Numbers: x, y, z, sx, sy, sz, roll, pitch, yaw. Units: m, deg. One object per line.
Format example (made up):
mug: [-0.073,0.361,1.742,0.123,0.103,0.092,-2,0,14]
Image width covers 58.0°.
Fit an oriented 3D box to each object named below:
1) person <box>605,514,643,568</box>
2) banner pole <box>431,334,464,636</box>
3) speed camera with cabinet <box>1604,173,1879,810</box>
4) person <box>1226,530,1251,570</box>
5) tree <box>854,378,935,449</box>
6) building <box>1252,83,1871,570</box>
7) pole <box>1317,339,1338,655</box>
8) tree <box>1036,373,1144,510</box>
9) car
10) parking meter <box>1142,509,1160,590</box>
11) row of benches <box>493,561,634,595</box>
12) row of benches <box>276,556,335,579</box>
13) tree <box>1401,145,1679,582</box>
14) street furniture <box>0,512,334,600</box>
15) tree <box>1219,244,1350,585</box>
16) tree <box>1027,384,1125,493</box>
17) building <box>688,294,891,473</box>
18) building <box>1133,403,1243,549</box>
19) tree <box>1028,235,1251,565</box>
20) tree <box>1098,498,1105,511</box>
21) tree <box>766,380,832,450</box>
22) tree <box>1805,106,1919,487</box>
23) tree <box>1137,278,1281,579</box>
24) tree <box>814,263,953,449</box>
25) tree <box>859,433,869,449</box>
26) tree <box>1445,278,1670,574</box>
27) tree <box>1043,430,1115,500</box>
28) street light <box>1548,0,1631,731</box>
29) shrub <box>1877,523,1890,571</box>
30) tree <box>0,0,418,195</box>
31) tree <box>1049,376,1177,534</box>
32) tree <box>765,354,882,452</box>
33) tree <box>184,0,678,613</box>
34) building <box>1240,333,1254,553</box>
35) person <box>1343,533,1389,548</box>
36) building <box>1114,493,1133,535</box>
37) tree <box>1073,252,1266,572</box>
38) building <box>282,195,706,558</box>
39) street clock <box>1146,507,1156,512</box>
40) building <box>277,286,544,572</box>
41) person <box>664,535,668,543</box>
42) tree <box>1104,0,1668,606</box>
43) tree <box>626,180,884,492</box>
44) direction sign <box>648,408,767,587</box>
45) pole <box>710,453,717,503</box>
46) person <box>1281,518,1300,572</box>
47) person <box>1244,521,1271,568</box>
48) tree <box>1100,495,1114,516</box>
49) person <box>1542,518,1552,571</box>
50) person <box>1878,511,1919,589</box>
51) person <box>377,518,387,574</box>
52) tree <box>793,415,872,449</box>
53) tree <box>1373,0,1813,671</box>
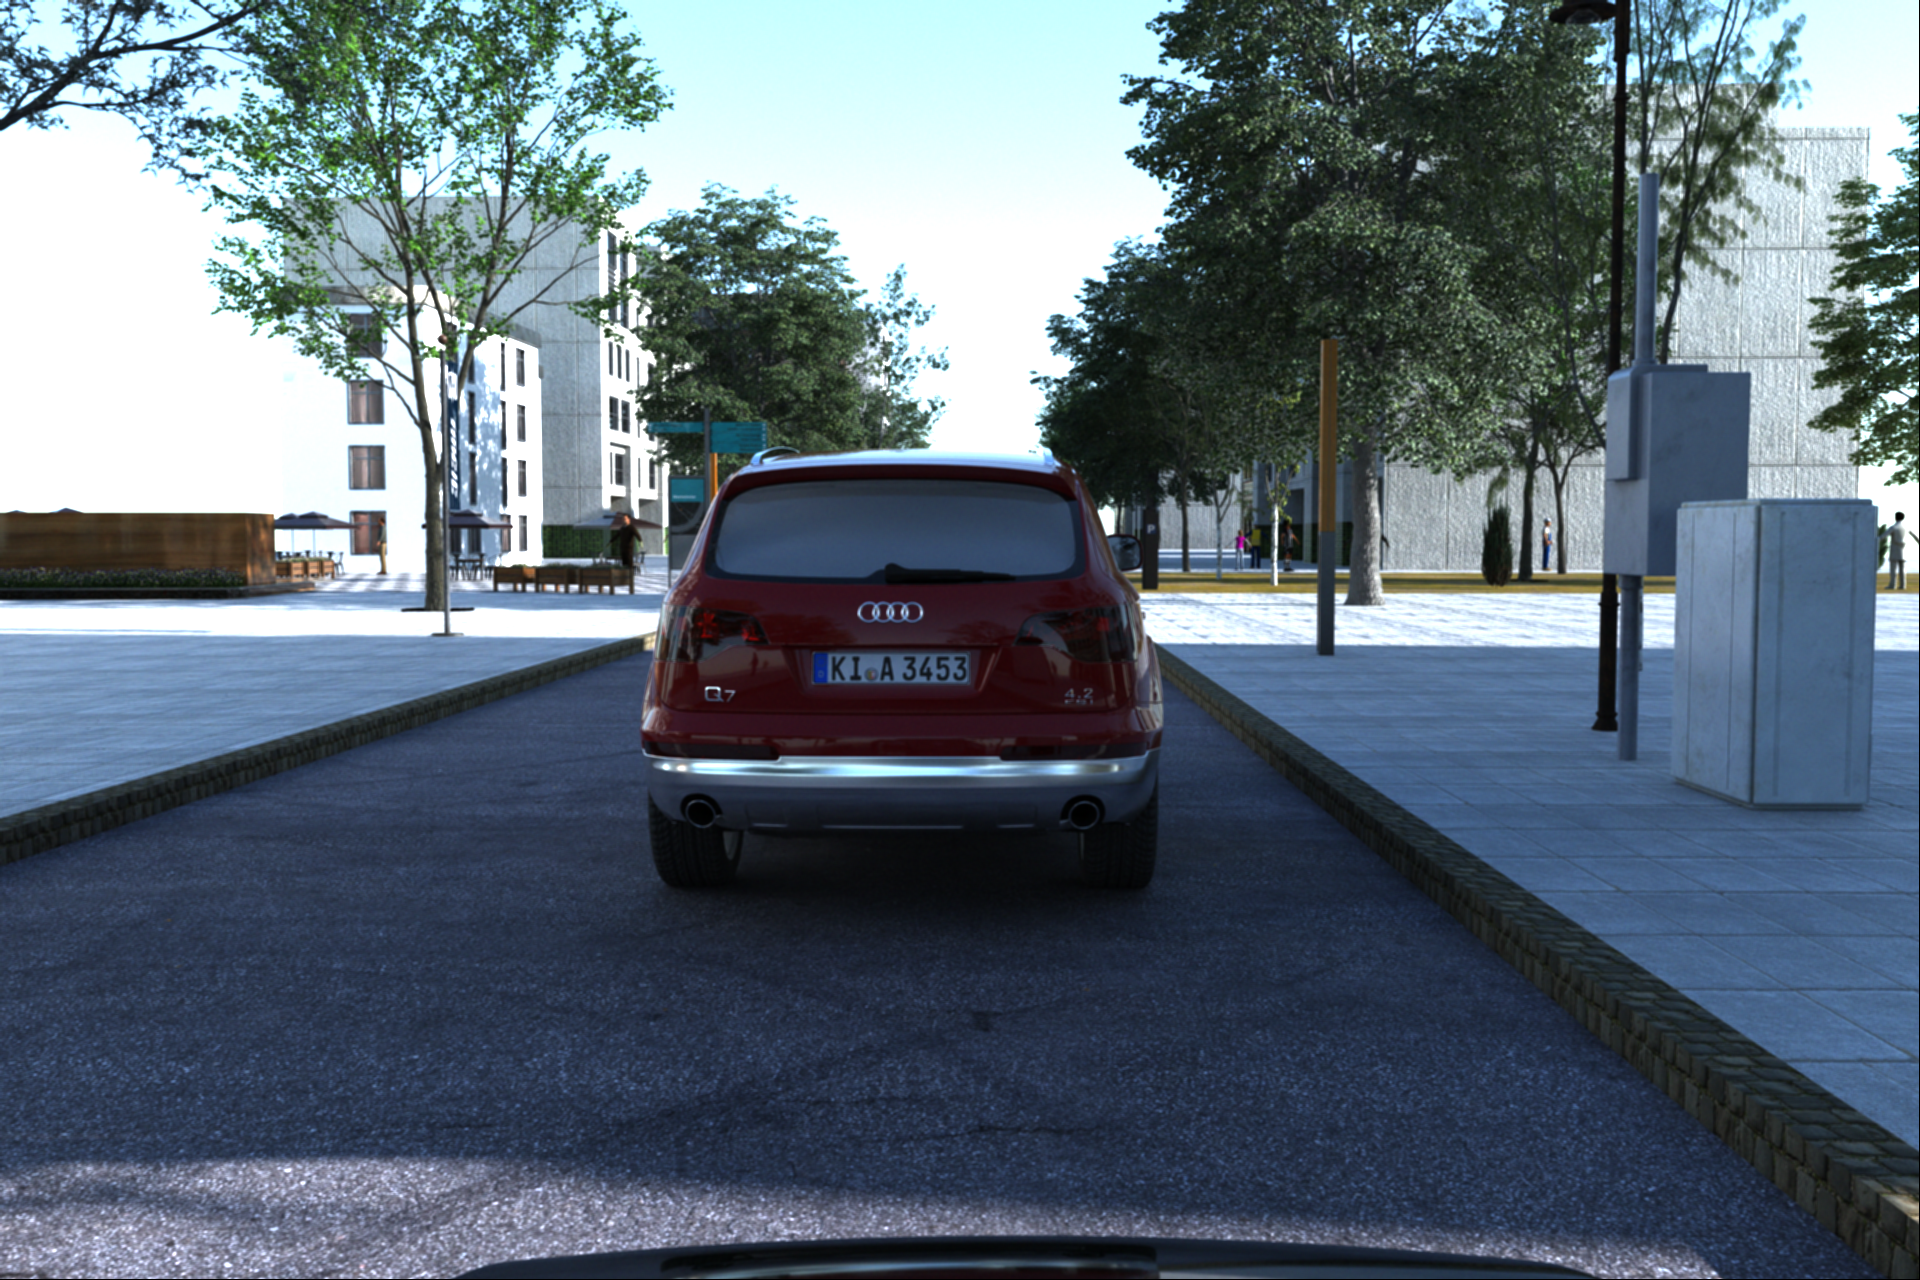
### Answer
person: [-8.725,-2.393,45.261,1.346,1.812,0.704,3,4,36]
banner pole: [-6.481,-1.958,22.036,0.401,3.779,0.863,0,4,1]
speed camera with cabinet: [3.963,-0.892,8.927,0.660,3.252,2.038,0,4,1]
person: [9.919,-3.200,61.584,0.991,1.433,0.599,-1,4,-16]
tree: [-6.713,-14.184,138.569,9.857,13.997,8.962,0,3,0]
building: [23.799,-12.868,76.851,16.747,18.905,31.486,0,4,1]
pole: [3.876,-1.494,18.278,0.158,3.312,0.155,0,3,0]
tree: [8.437,-11.123,107.611,9.928,11.665,9.643,0,3,0]
car: [-0.185,0.006,8.569,2.281,1.827,5.304,0,4,1]
parking meter: [4.420,-2.100,40.044,0.399,1.863,0.255,0,4,2]
row of benches: [-8.671,-1.376,37.958,4.104,0.672,1.422,3,4,37]
row of benches: [-17.996,-1.958,47.481,1.422,0.672,4.104,0,4,-4]
tree: [15.426,-7.382,46.455,9.928,11.665,9.643,0,3,0]
street furniture: [-18.745,-1.815,36.534,9.812,1.723,11.010,0,4,-5]
tree: [8.099,-5.675,43.154,4.737,8.622,4.395,0,3,0]
tree: [8.368,-11.738,117.674,9.928,11.665,9.643,0,3,0]
building: [-21.467,-19.564,163.853,27.936,21.610,32.646,0,4,1]
building: [25.942,-18.173,163.580,16.747,18.905,31.486,0,4,2]
tree: [7.782,-10.086,71.559,9.857,13.997,8.962,0,3,0]
tree: [9.136,-12.803,143.735,8.767,10.594,7.601,0,4,-3]
tree: [-7.236,-7.479,72.651,4.360,8.622,3.978,0,3,0]
tree: [25.803,-7.735,44.596,7.486,12.596,7.792,0,3,0]
tree: [7.497,-6.036,49.059,4.360,8.622,3.978,0,3,0]
tree: [-6.191,-16.318,122.688,12.611,20.169,13.585,0,3,0]
tree: [-6.607,-9.216,101.050,4.737,8.622,4.395,0,3,0]
tree: [19.418,-7.413,55.612,8.767,10.594,7.601,1,4,11]
tree: [8.988,-12.099,132.224,8.767,10.594,7.601,3,5,44]
street light: [4.235,-2.347,11.169,0.468,5.910,1.993,0,4,1]
shrub: [27.473,-2.987,52.872,1.661,2.075,1.752,0,3,0]
tree: [-8.324,-6.178,11.382,12.009,13.543,11.850,0,3,0]
tree: [8.519,-9.778,94.276,8.767,10.594,7.601,1,4,15]
tree: [-7.195,-9.129,83.679,8.767,10.594,7.601,2,4,29]
tree: [-8.648,-6.293,28.647,9.928,11.665,9.643,0,3,0]
building: [28.809,-17.167,111.609,19.493,23.208,18.063,0,4,1]
person: [11.198,-2.536,47.594,1.348,1.813,0.705,-1,4,-11]
building: [28.145,-22.873,204.897,19.493,23.208,18.063,0,4,1]
tree: [7.329,-7.575,58.267,7.601,10.594,8.767,-1,4,-12]
building: [-26.604,-14.690,106.647,16.747,18.905,31.486,0,4,2]
street clock: [5.034,-2.510,45.613,0.358,2.002,0.471,0,3,0]
building: [-22.078,-7.993,72.836,9.099,9.664,28.070,0,4,2]
person: [-11.707,-3.962,71.576,1.217,1.733,0.721,1,4,18]
tree: [7.255,-7.588,30.726,9.857,13.997,8.962,0,3,0]
tree: [-7.386,-9.492,61.856,9.857,13.997,8.962,0,3,0]
direction sign: [-5.360,-2.976,37.412,2.525,3.948,1.411,0,4,0]
pole: [-5.483,-2.730,38.483,0.158,3.312,0.155,0,3,0]
person: [11.271,-3.257,59.391,0.704,1.843,1.345,3,4,36]
person: [11.030,-3.562,64.704,1.216,1.772,0.721,0,4,-4]
tree: [22.524,-19.723,232.832,12.009,13.543,11.850,0,3,0]
person: [20.504,-3.340,60.459,0.705,1.847,1.347,2,4,24]
person: [21.835,-2.089,40.339,1.347,1.806,0.705,0,4,-4]
person: [-18.462,-2.996,55.261,0.705,1.796,1.348,-1,4,-16]
tree: [-7.373,-8.642,91.658,4.360,8.622,3.978,0,3,0]
tree: [6.365,-4.003,15.806,4.360,8.622,3.978,0,3,0]
